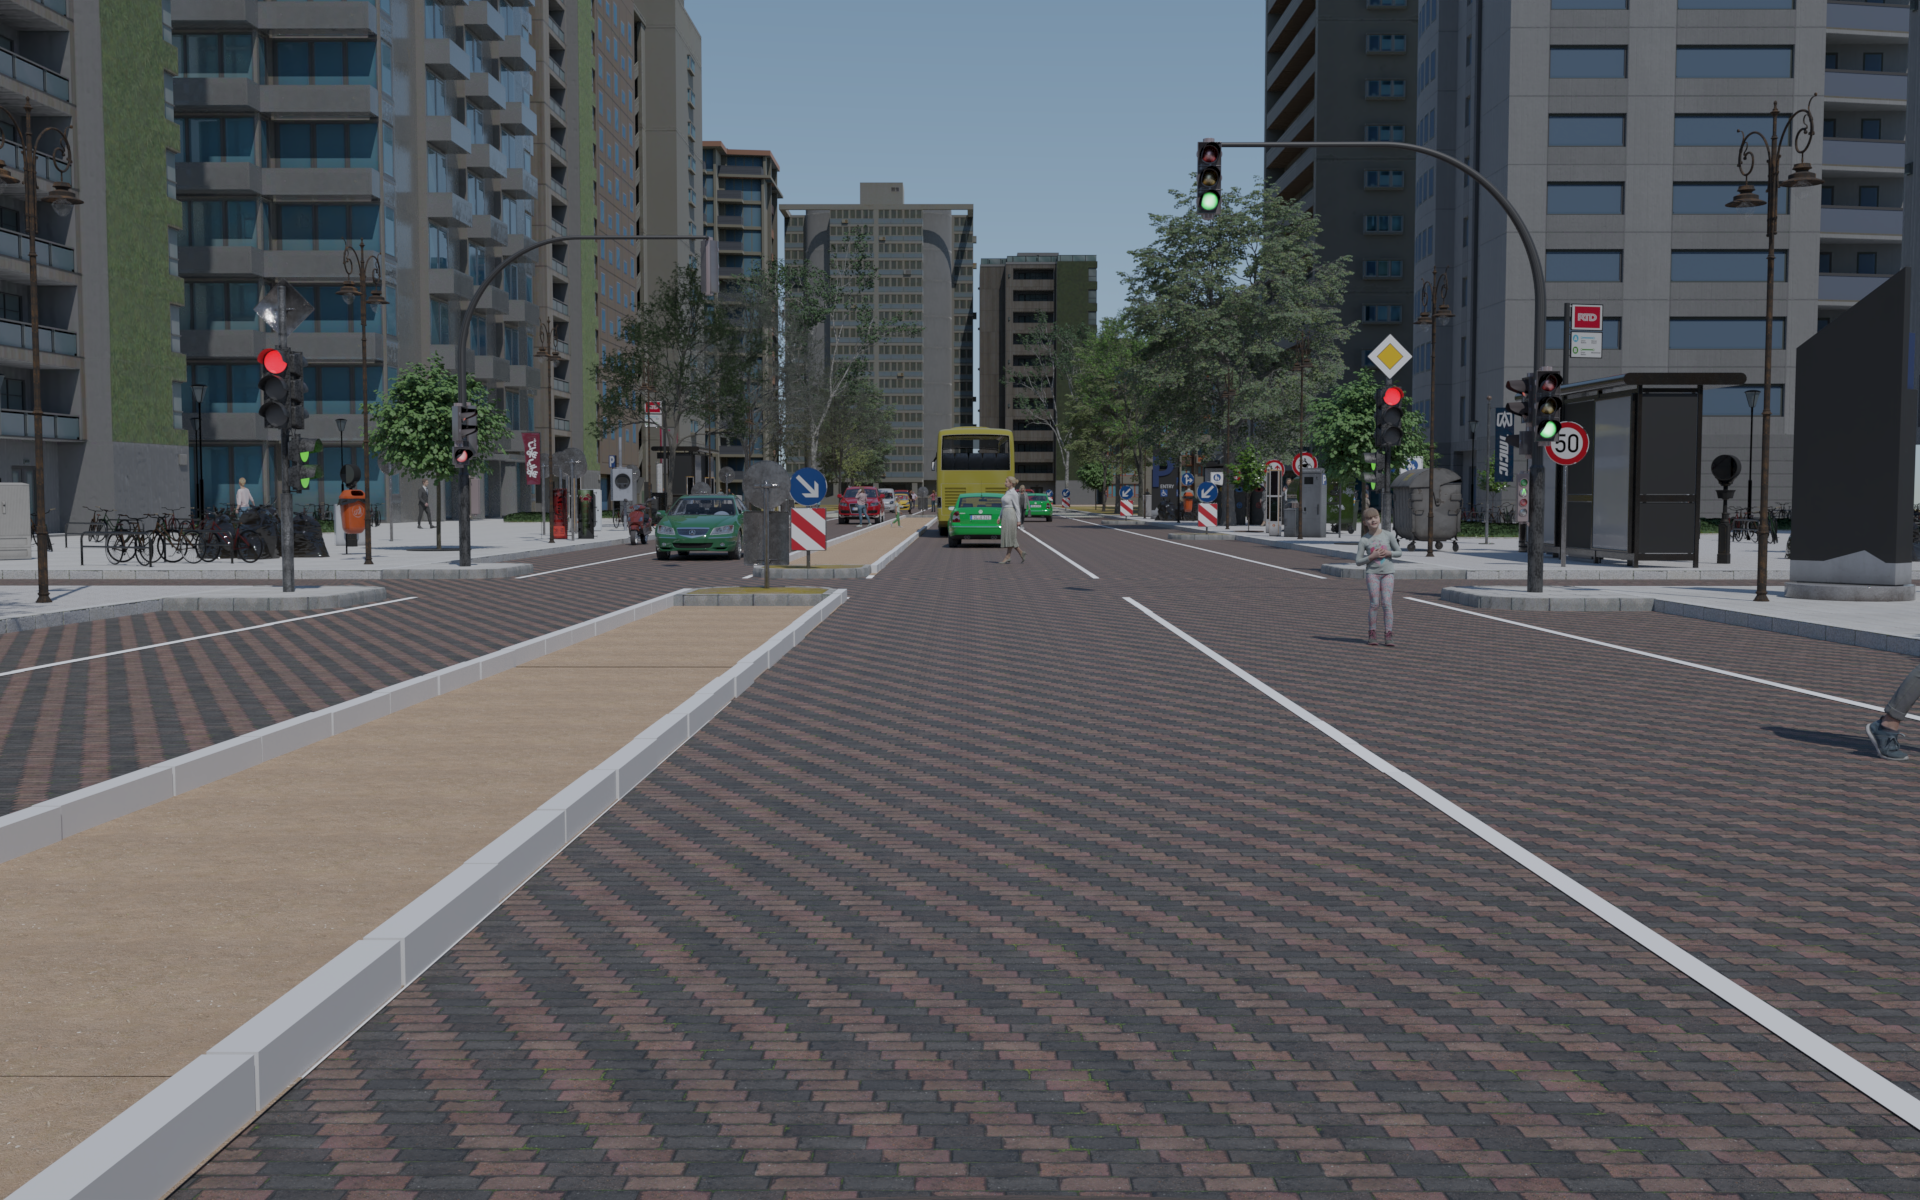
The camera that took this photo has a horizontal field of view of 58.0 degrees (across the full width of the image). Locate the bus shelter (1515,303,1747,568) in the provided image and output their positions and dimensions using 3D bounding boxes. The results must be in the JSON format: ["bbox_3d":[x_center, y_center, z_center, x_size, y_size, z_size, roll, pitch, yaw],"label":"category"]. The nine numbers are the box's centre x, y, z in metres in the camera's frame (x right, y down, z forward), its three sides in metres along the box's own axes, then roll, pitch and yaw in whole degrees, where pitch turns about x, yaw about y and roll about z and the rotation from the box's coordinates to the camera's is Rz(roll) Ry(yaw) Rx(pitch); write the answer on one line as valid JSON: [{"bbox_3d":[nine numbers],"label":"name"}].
[{"bbox_3d":[12.496,-3.455,34.120,2.179,5.291,8.768,0,4,0],"label":"bus shelter"}]

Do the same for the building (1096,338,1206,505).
[{"bbox_3d":[31.657,-22.759,217.155,28.899,21.520,27.650,0,4,0],"label":"building"}]

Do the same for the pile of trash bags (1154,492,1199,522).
[{"bbox_3d":[10.490,-4.436,82.289,1.912,1.369,3.447,0,4,-8],"label":"pile of trash bags"}]

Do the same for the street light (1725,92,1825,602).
[{"bbox_3d":[9.579,-2.920,20.525,0.468,5.910,1.993,0,4,0],"label":"street light"}]

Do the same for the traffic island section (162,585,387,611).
[{"bbox_3d":[-8.820,-0.026,22.712,2.009,0.180,2.903,0,4,0],"label":"traffic island section"}]

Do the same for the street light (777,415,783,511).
[{"bbox_3d":[-10.494,-7.871,101.473,0.468,5.910,1.993,0,4,0],"label":"street light"}]

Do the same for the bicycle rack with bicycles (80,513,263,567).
[{"bbox_3d":[-14.672,-1.118,31.668,2.925,0.926,2.852,2,4,27],"label":"bicycle rack with bicycles"}]

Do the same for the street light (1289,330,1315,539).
[{"bbox_3d":[9.661,-4.662,49.013,0.468,5.910,1.993,0,4,0],"label":"street light"}]

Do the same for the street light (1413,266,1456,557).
[{"bbox_3d":[9.608,-3.819,35.224,0.468,5.910,1.993,0,4,0],"label":"street light"}]

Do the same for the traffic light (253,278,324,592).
[{"bbox_3d":[-8.780,-2.058,22.577,0.839,4.253,0.868,0,4,0],"label":"traffic light"}]

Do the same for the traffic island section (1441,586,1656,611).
[{"bbox_3d":[7.521,-0.022,22.636,2.009,0.180,2.903,0,4,0],"label":"traffic island section"}]

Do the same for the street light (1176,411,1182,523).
[{"bbox_3d":[9.753,-6.380,77.094,0.468,5.910,1.993,0,4,0],"label":"street light"}]

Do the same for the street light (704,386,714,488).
[{"bbox_3d":[-10.584,-6.145,73.258,0.468,5.910,1.993,0,4,0],"label":"street light"}]

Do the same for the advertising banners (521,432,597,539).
[{"bbox_3d":[-11.386,-3.244,49.232,2.074,3.025,0.090,-1,4,-9],"label":"advertising banners"}]

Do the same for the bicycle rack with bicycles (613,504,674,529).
[{"bbox_3d":[-11.398,-3.100,64.068,2.852,0.926,2.925,-2,4,-24],"label":"bicycle rack with bicycles"}]

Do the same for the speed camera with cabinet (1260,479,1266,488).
[{"bbox_3d":[13.865,-5.066,77.168,0.660,3.252,2.038,-3,5,-43],"label":"speed camera with cabinet"}]

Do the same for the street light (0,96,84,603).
[{"bbox_3d":[-10.830,-2.906,20.297,0.468,5.910,1.993,0,4,0],"label":"street light"}]

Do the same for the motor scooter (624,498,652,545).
[{"bbox_3d":[-9.099,-2.224,49.138,0.815,1.314,1.986,0,4,1],"label":"motor scooter"}]

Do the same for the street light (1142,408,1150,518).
[{"bbox_3d":[9.722,-7.226,90.938,0.468,5.910,1.993,0,4,0],"label":"street light"}]

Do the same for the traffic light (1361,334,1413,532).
[{"bbox_3d":[7.516,-2.544,30.508,0.839,4.253,0.868,0,4,0],"label":"traffic light"}]

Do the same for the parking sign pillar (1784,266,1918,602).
[{"bbox_3d":[10.949,-2.003,21.215,1.447,3.967,1.447,-3,4,-37],"label":"parking sign pillar"}]

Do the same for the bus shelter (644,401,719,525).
[{"bbox_3d":[-12.435,-6.079,77.028,2.179,5.291,8.768,0,4,0],"label":"bus shelter"}]

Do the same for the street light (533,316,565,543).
[{"bbox_3d":[-10.692,-4.428,45.187,0.468,5.910,1.993,0,4,0],"label":"street light"}]

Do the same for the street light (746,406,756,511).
[{"bbox_3d":[-10.619,-7.017,87.514,0.468,5.910,1.993,0,4,0],"label":"street light"}]

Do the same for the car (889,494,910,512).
[{"bbox_3d":[-4.754,-7.816,138.014,2.015,1.641,3.980,0,4,-1],"label":"car"}]

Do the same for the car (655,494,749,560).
[{"bbox_3d":[-5.702,-1.677,39.222,2.131,1.459,4.920,0,3,0],"label":"car"}]

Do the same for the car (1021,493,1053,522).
[{"bbox_3d":[3.905,-4.999,90.529,1.959,1.807,4.718,0,4,1],"label":"car"}]

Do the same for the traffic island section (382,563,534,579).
[{"bbox_3d":[-8.786,-0.515,30.697,2.009,0.180,2.903,0,4,0],"label":"traffic island section"}]

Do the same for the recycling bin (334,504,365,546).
[{"bbox_3d":[-15.237,-1.879,43.273,0.722,1.027,0.722,-2,4,-23],"label":"recycling bin"}]

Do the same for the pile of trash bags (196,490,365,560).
[{"bbox_3d":[-13.636,-1.568,35.382,1.912,1.369,3.447,3,4,36],"label":"pile of trash bags"}]

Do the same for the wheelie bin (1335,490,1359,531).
[{"bbox_3d":[13.445,-3.205,60.302,0.693,1.594,0.980,-3,5,-40],"label":"wheelie bin"}]

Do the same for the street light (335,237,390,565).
[{"bbox_3d":[-10.781,-3.585,31.399,0.468,5.910,1.993,0,4,0],"label":"street light"}]

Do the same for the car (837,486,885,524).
[{"bbox_3d":[-4.731,-4.572,83.427,2.281,1.827,5.304,0,3,0],"label":"car"}]

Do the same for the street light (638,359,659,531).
[{"bbox_3d":[-10.675,-5.302,59.470,0.468,5.910,1.993,0,4,0],"label":"street light"}]

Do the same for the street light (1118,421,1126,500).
[{"bbox_3d":[9.827,-8.076,104.837,0.468,5.910,1.993,0,4,0],"label":"street light"}]

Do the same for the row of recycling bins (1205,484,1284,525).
[{"bbox_3d":[11.910,-3.970,72.018,3.534,1.692,1.069,-1,4,-9],"label":"row of recycling bins"}]

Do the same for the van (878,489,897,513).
[{"bbox_3d":[-5.703,-7.608,131.399,2.013,2.044,4.112,0,3,0],"label":"van"}]

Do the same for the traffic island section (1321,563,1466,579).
[{"bbox_3d":[7.556,-0.510,30.621,2.009,0.180,2.903,0,4,0],"label":"traffic island section"}]

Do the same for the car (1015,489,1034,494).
[{"bbox_3d":[4.876,-7.652,133.786,2.281,1.827,5.304,0,4,-1],"label":"car"}]

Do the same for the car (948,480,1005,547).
[{"bbox_3d":[0.622,-2.388,47.835,1.959,1.807,4.718,0,4,2],"label":"car"}]

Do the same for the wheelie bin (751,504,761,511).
[{"bbox_3d":[-11.829,-5.623,99.842,0.693,1.594,0.980,2,4,31],"label":"wheelie bin"}]

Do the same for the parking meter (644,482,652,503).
[{"bbox_3d":[-14.883,-4.706,82.658,0.255,1.863,0.399,1,4,16],"label":"parking meter"}]

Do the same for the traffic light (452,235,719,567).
[{"bbox_3d":[-6.653,-3.420,30.588,4.771,5.953,1.251,0,4,0],"label":"traffic light"}]

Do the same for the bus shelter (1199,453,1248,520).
[{"bbox_3d":[13.407,-5.713,87.326,2.014,3.302,5.546,0,3,0],"label":"bus shelter"}]

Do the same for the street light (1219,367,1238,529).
[{"bbox_3d":[9.725,-5.505,62.801,0.468,5.910,1.993,0,4,0],"label":"street light"}]

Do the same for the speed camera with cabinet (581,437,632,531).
[{"bbox_3d":[-12.379,-4.003,59.791,2.038,3.252,0.660,-1,4,-20],"label":"speed camera with cabinet"}]

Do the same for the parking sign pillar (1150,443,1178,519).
[{"bbox_3d":[10.408,-6.086,87.977,1.447,3.967,1.447,1,4,19],"label":"parking sign pillar"}]

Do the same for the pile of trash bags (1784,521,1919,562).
[{"bbox_3d":[18.034,-1.459,33.604,3.447,1.369,1.912,0,3,0],"label":"pile of trash bags"}]

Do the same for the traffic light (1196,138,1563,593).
[{"bbox_3d":[5.389,-2.919,22.390,4.771,5.953,1.251,0,4,0],"label":"traffic light"}]

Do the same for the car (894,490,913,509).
[{"bbox_3d":[-5.545,-9.548,164.778,2.281,1.827,5.304,0,4,0],"label":"car"}]
